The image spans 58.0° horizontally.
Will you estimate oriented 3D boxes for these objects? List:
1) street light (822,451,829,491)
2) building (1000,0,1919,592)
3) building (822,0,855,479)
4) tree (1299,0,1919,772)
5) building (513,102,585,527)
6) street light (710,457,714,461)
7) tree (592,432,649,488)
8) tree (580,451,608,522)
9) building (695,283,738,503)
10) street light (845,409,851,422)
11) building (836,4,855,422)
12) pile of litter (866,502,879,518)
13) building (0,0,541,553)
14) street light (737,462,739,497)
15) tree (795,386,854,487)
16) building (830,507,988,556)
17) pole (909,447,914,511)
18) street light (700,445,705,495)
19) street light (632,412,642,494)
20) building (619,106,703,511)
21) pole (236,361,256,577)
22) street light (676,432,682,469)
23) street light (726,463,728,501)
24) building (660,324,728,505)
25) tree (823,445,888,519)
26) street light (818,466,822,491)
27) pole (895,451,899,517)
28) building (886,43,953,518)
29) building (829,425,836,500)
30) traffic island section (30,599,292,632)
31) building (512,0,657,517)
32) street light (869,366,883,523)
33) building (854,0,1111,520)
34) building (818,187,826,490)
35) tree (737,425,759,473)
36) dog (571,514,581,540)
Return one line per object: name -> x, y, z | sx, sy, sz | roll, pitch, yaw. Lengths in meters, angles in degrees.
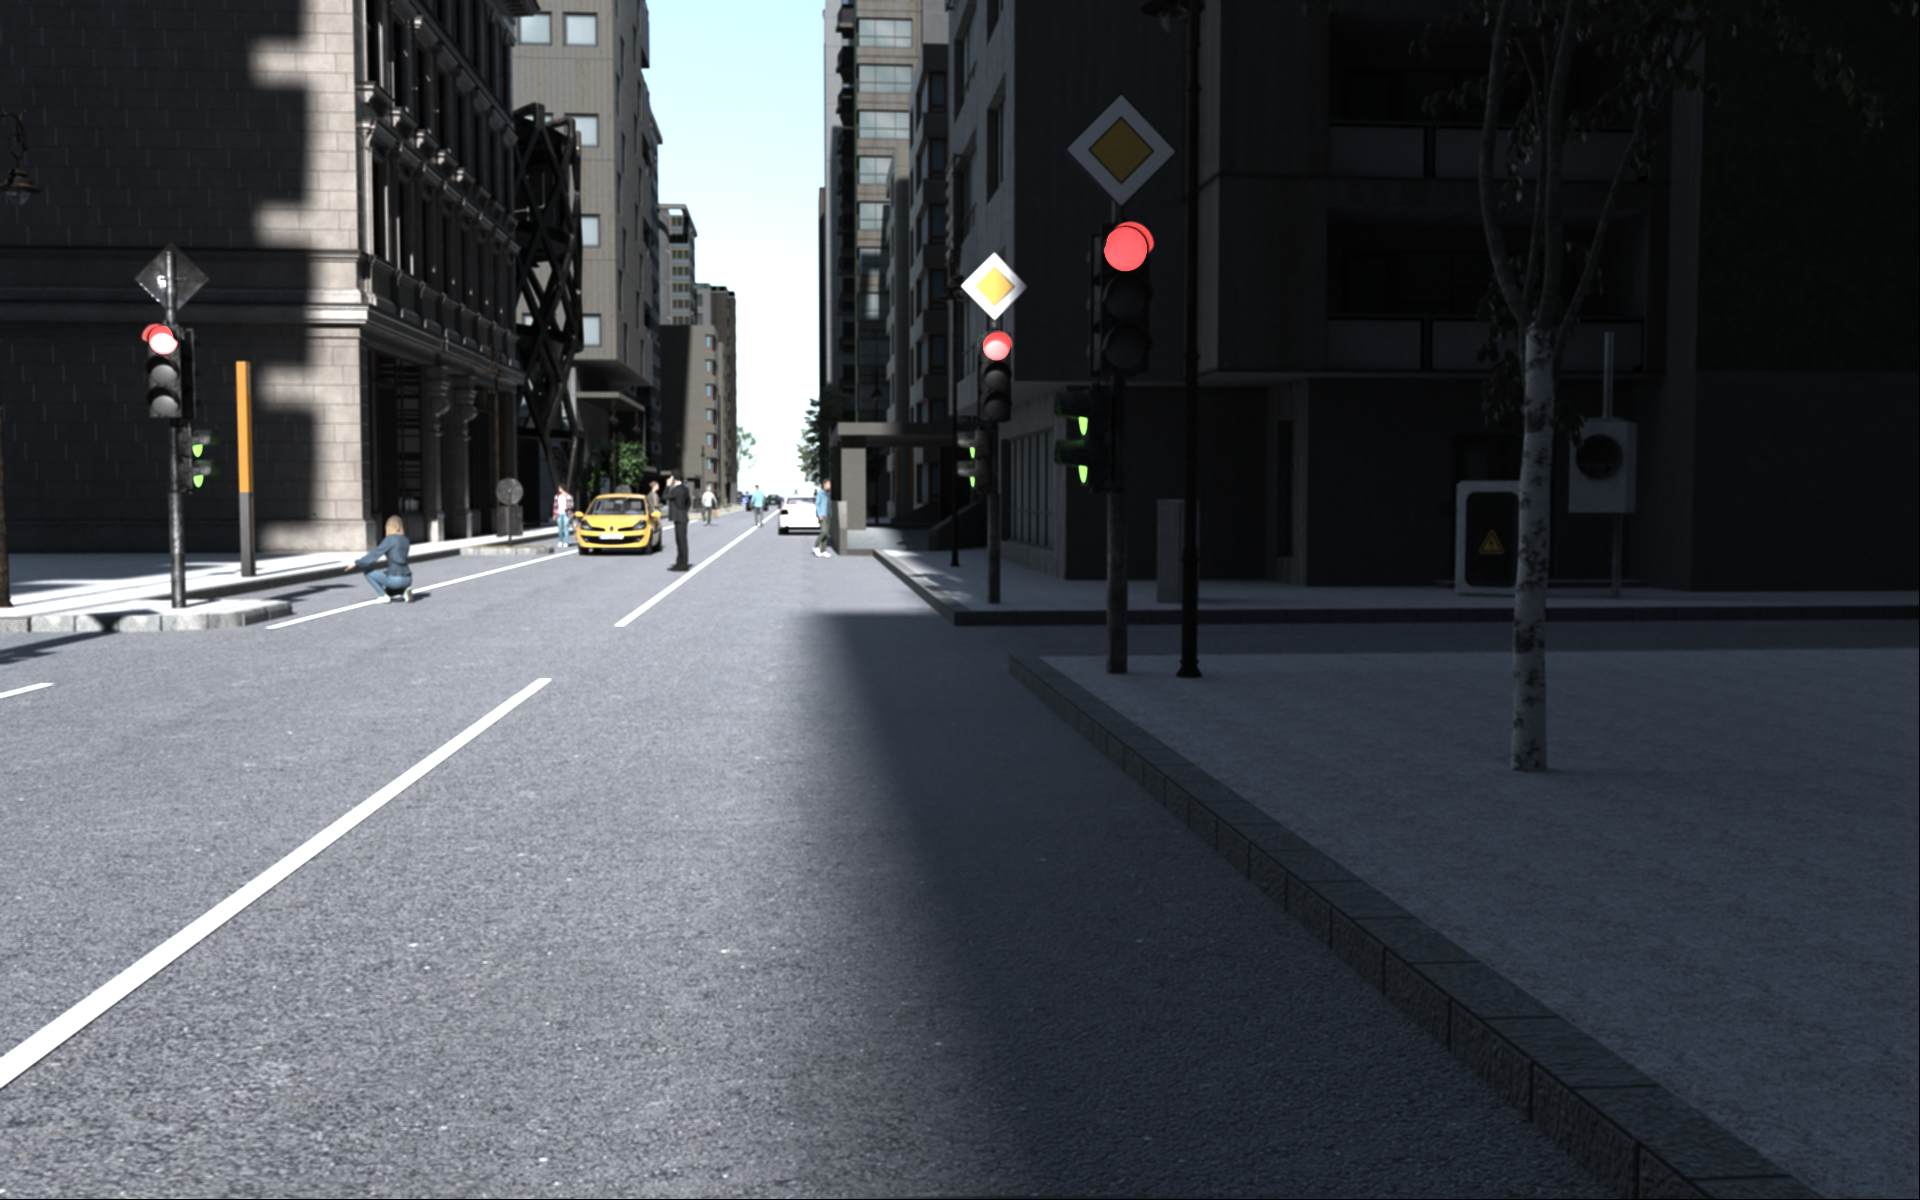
street light -> -14.608, -13.248, 189.386 | 0.468, 5.910, 1.993 | 0, 4, -5
building -> 7.239, -21.079, 28.236 | 14.086, 41.232, 14.154 | 0, 4, -5
building -> -5.184, -40.296, 200.844 | 21.231, 58.520, 28.212 | 0, 4, -5
tree -> 2.884, -3.515, 7.832 | 4.360, 8.622, 3.978 | 0, 3, 0
building -> -23.296, -12.184, 66.663 | 16.820, 18.784, 16.811 | 0, 4, -5
street light -> -25.486, -12.582, 178.506 | 0.468, 5.910, 1.993 | 0, 4, -5
tree -> -17.978, -6.570, 91.133 | 4.285, 4.588, 4.351 | 0, 3, 0
tree -> -16.727, -5.122, 78.350 | 1.663, 3.219, 1.824 | 0, 3, 0
building -> -37.775, -28.425, 236.452 | 14.160, 30.474, 14.107 | 0, 4, -5
street light -> -5.988, -7.462, 94.796 | 0.468, 5.910, 1.993 | 0, 4, -5
building -> 2.252, -28.804, 125.571 | 22.147, 44.769, 28.867 | 0, 4, -5
pile of litter -> -5.032, -4.955, 94.979 | 1.176, 0.858, 1.719 | -1, 4, -9
building -> -17.586, -11.468, 38.409 | 10.553, 20.767, 40.483 | 0, 4, -5
street light -> -31.299, -16.560, 243.536 | 0.468, 5.910, 1.993 | 0, 4, -5
tree -> -13.315, -16.100, 181.367 | 7.486, 12.596, 7.792 | 0, 3, 0
building -> 12.608, -21.747, 47.437 | 32.217, 40.220, 23.993 | 0, 4, -5
pole -> -1.902, -4.507, 67.526 | 0.158, 3.312, 0.155 | 0, 3, 0
street light -> -23.784, -11.476, 160.413 | 0.468, 5.910, 1.993 | 0, 4, -5
street light -> -17.917, -7.548, 96.199 | 0.468, 5.910, 1.993 | 0, 4, -5
building -> -39.945, -28.372, 155.766 | 32.217, 40.220, 23.993 | 0, 4, -5
pole -> -11.021, -2.012, 26.732 | 0.158, 3.312, 0.155 | 0, 3, 0
street light -> -20.832, -9.512, 128.308 | 0.468, 5.910, 1.993 | 0, 4, -5
street light -> -28.434, -14.595, 211.423 | 0.468, 5.910, 1.993 | 0, 4, -5
building -> -40.217, -21.133, 190.571 | 27.650, 21.520, 28.899 | 0, 4, -5
tree -> -5.370, -6.407, 88.467 | 4.285, 4.588, 4.351 | 0, 3, 0
street light -> -17.518, -15.212, 221.495 | 0.468, 5.910, 1.993 | 0, 4, -5
pole -> -2.962, -5.389, 81.946 | 0.158, 3.312, 0.155 | 0, 3, 0
building -> 11.028, -14.517, 82.389 | 27.650, 21.520, 28.899 | 0, 4, -5
building -> -0.382, -51.468, 154.178 | 22.319, 86.520, 31.000 | 0, 4, -5
traffic island section -> -8.834, 0.167, 19.548 | 2.009, 0.180, 2.903 | 0, 4, -5
building -> -33.382, -31.591, 105.744 | 28.713, 52.752, 27.495 | 0, 4, -5
street light -> -3.017, -5.499, 62.692 | 0.468, 5.910, 1.993 | 0, 4, -5
building -> 0.630, -25.713, 104.005 | 14.154, 41.232, 14.086 | 0, 4, -5
building -> -13.091, -36.461, 246.244 | 14.600, 45.320, 14.200 | 0, 4, -5
tree -> -32.942, -19.892, 250.986 | 9.928, 11.665, 9.643 | 0, 3, 0
dog -> -11.867, -2.298, 54.405 | 0.800, 0.831, 0.513 | 1, 4, 18
